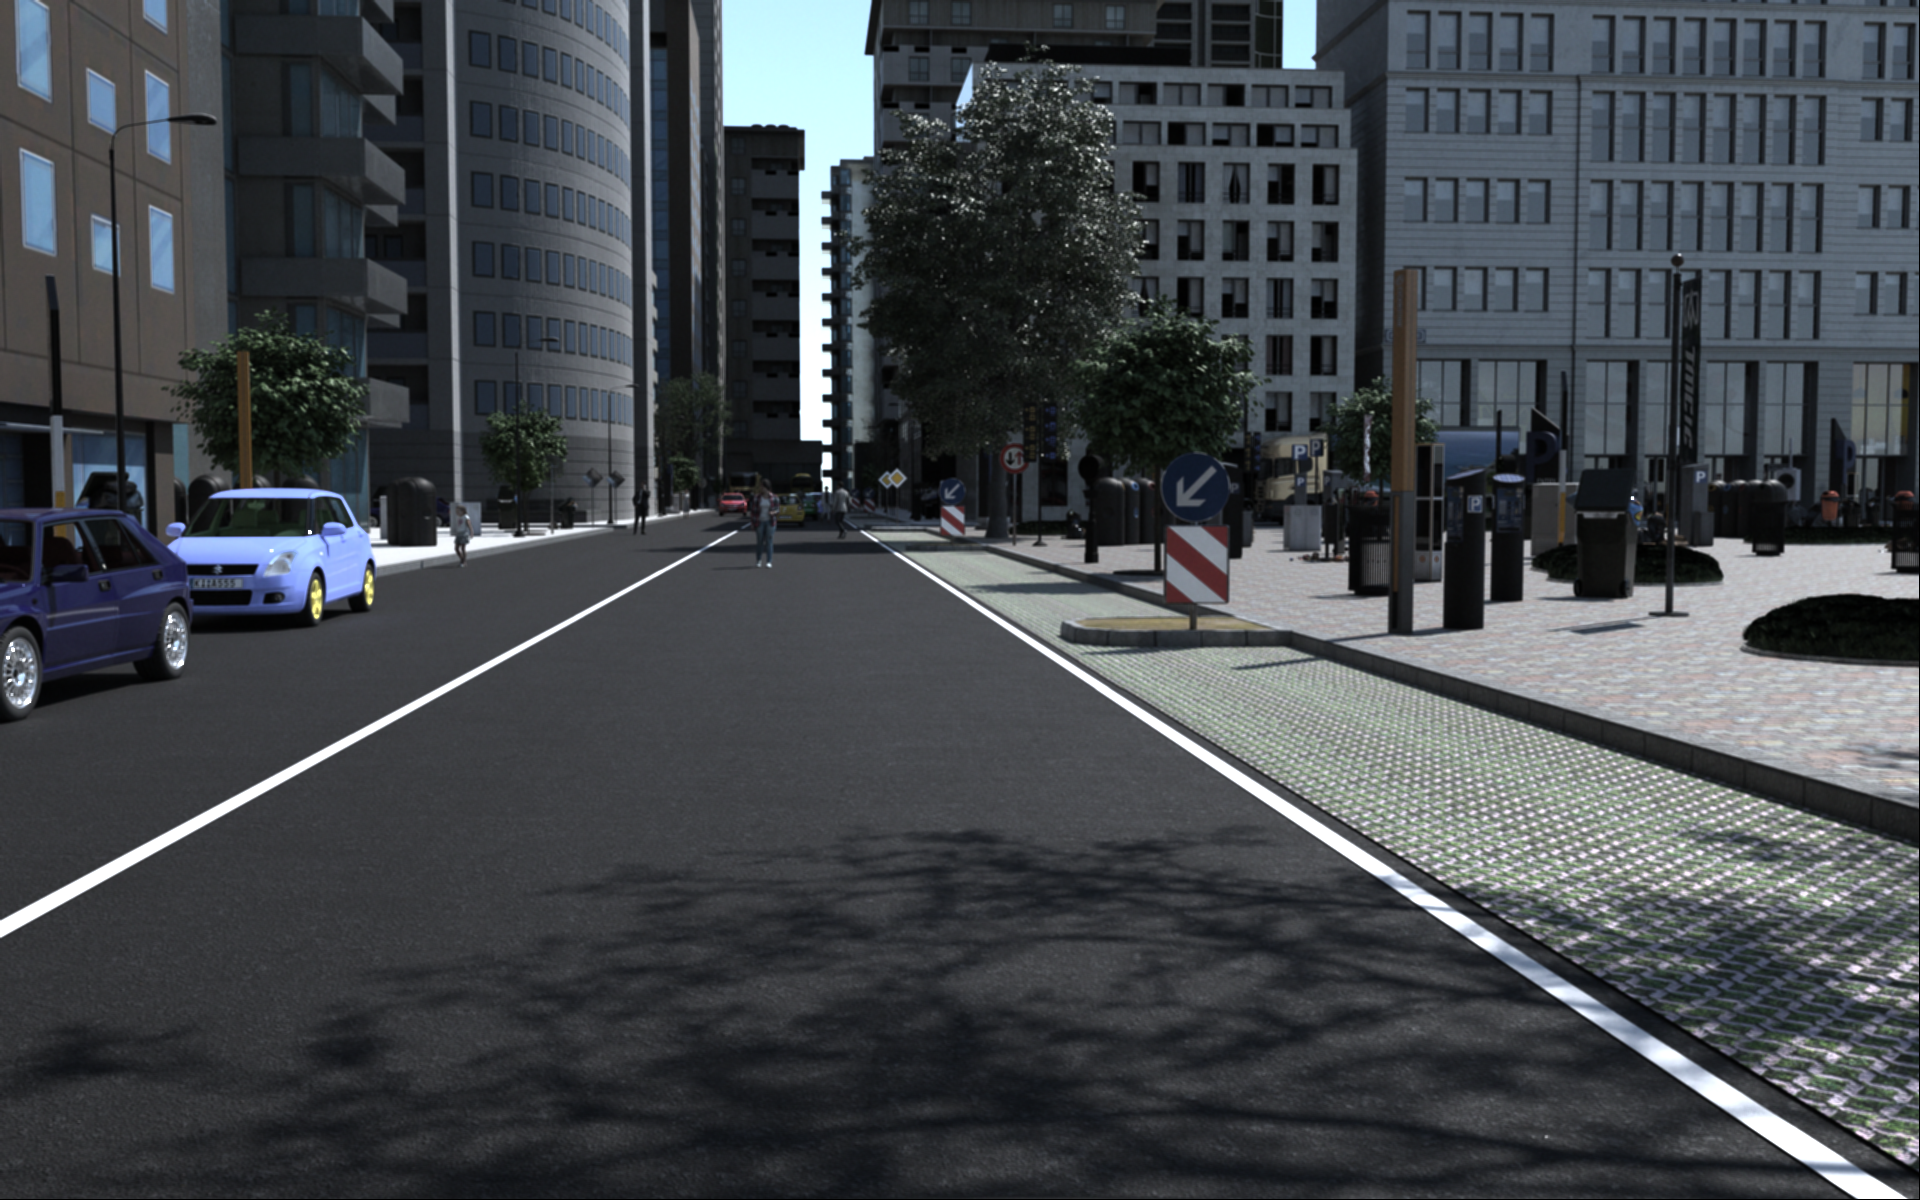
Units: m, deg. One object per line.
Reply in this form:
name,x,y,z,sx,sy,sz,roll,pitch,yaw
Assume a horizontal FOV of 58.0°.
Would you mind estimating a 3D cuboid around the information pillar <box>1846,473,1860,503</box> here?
information pillar,30.935,-3.397,60.038,0.304,2.012,0.304,-3,4,-37

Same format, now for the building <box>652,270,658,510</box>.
building,-36.541,-16.954,122.229,27.650,21.520,28.899,0,4,-5

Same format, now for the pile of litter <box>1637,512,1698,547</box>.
pile of litter,16.894,-1.685,41.520,1.719,0.858,1.176,0,4,-2

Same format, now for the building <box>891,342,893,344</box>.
building,1.627,-18.132,138.257,13.314,21.916,24.055,0,4,-5

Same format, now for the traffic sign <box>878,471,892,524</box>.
traffic sign,-3.122,-4.323,74.319,0.795,2.450,0.064,0,4,-5

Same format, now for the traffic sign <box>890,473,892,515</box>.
traffic sign,-4.214,-6.450,105.559,0.768,2.556,0.104,0,4,-5

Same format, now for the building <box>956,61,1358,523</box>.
building,8.642,-13.830,80.868,16.860,20.320,10.420,0,4,-5

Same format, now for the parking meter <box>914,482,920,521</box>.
parking meter,-2.055,-4.721,82.901,0.255,1.863,0.399,1,4,9

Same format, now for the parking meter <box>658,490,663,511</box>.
parking meter,-19.857,-6.508,114.817,0.372,1.533,0.369,0,3,0

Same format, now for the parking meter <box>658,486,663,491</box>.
parking meter,-21.658,-7.323,125.435,0.399,1.863,0.255,1,4,9

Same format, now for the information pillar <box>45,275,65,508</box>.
information pillar,-9.612,-1.656,18.432,0.183,3.616,0.504,-2,4,-32

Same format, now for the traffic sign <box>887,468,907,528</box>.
traffic sign,-2.411,-3.836,66.366,0.795,2.450,0.064,0,4,-5

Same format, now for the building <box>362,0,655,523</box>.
building,-27.169,-33.230,85.303,21.231,58.520,28.212,0,4,-5

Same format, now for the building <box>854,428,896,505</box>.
building,-1.303,-54.760,208.003,22.319,86.520,31.000,0,4,-5

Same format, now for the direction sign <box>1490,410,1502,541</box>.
direction sign,14.618,-3.368,47.057,0.379,3.537,0.876,1,4,11

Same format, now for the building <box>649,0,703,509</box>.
building,-30.381,-30.810,153.857,14.600,45.320,14.200,0,4,-5

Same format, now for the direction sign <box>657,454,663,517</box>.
direction sign,-16.981,-6.481,97.965,0.379,3.537,0.876,0,4,-1

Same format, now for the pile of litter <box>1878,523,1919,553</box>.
pile of litter,21.158,-1.501,38.506,1.719,0.858,1.176,-1,4,-9

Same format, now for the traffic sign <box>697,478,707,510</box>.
traffic sign,-20.334,-8.353,136.682,0.768,2.556,0.104,0,4,-4

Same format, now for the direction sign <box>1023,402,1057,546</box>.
direction sign,1.972,-3.102,42.719,0.876,3.537,0.379,-1,4,-20

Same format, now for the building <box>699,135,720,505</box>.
building,-34.211,-31.105,192.157,14.154,41.232,14.086,0,4,-5

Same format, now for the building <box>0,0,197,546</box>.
building,-21.717,-23.006,26.267,14.600,45.320,14.200,0,4,-5

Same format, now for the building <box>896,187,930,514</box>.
building,3.092,-16.634,113.761,13.314,21.916,24.055,0,4,-5

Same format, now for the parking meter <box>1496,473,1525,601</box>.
parking meter,6.586,-0.759,20.826,0.372,1.533,0.369,0,3,0

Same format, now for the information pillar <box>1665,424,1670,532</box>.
information pillar,23.879,-4.084,58.132,0.183,3.616,0.504,0,4,2

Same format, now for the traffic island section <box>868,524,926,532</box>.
traffic island section,-2.388,-2.701,66.445,2.009,0.180,2.903,0,4,-5

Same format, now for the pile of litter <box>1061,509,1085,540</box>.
pile of litter,3.474,-2.173,49.499,1.176,0.858,1.719,0,4,3

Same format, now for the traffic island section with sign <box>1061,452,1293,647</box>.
traffic island section with sign,2.040,-0.514,17.038,1.989,1.847,2.006,0,4,-5

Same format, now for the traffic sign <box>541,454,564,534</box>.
traffic sign,-13.105,-3.395,55.611,0.768,2.556,0.104,0,4,-3

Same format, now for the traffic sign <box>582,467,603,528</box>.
traffic sign,-13.861,-3.775,65.366,0.795,2.450,0.064,0,4,-5

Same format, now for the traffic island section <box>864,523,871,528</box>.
traffic island section,-3.099,-3.188,74.399,2.009,0.180,2.903,0,4,-5

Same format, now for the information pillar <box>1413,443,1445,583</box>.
information pillar,6.836,-1.270,25.252,0.304,2.012,0.304,-3,5,-41

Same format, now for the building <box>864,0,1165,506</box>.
building,4.964,-36.150,180.283,28.713,52.752,27.495,0,4,-5

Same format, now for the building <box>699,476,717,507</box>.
building,-41.011,-29.391,172.426,32.217,40.220,23.993,0,4,-5

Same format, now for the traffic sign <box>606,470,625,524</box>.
traffic sign,-14.573,-4.262,73.319,0.795,2.450,0.064,0,4,-5

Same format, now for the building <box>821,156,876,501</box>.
building,-4.373,-38.284,245.553,30.456,49.044,23.786,0,4,-5

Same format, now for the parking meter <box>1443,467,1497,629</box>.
parking meter,4.819,-0.497,16.537,0.372,1.533,0.369,0,3,0

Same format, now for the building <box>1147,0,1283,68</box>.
building,35.307,-49.492,247.453,20.611,71.187,20.563,0,4,-5

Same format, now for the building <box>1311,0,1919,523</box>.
building,32.943,-18.682,82.937,29.804,29.767,11.434,0,4,-5

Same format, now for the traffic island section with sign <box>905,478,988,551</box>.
traffic island section with sign,-0.368,-2.156,43.886,1.989,1.847,2.006,0,4,-5

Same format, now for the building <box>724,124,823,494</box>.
building,-33.495,-40.156,245.789,27.495,52.752,28.713,0,4,-5

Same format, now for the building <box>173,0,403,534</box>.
building,-32.553,-26.243,48.679,30.456,49.044,23.786,0,4,-5

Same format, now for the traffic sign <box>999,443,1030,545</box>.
traffic sign,1.361,-2.636,43.208,0.768,2.556,0.104,0,4,-3

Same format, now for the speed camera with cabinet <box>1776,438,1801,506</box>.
speed camera with cabinet,28.707,-4.111,61.554,2.038,3.252,0.660,3,5,41

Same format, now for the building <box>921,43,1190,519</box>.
building,4.570,-16.158,93.861,12.332,23.373,15.834,0,4,-5

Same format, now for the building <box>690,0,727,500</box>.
building,-39.448,-47.255,210.863,20.611,71.187,20.563,0,4,-5

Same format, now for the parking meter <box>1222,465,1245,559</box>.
parking meter,5.438,-1.759,34.478,0.399,1.863,0.255,0,4,-6

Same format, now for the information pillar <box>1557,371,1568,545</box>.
information pillar,11.382,-2.530,32.720,0.183,3.616,0.504,1,4,14

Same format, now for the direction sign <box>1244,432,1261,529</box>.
direction sign,10.623,-4.344,63.021,0.876,3.537,0.379,-3,5,-40
